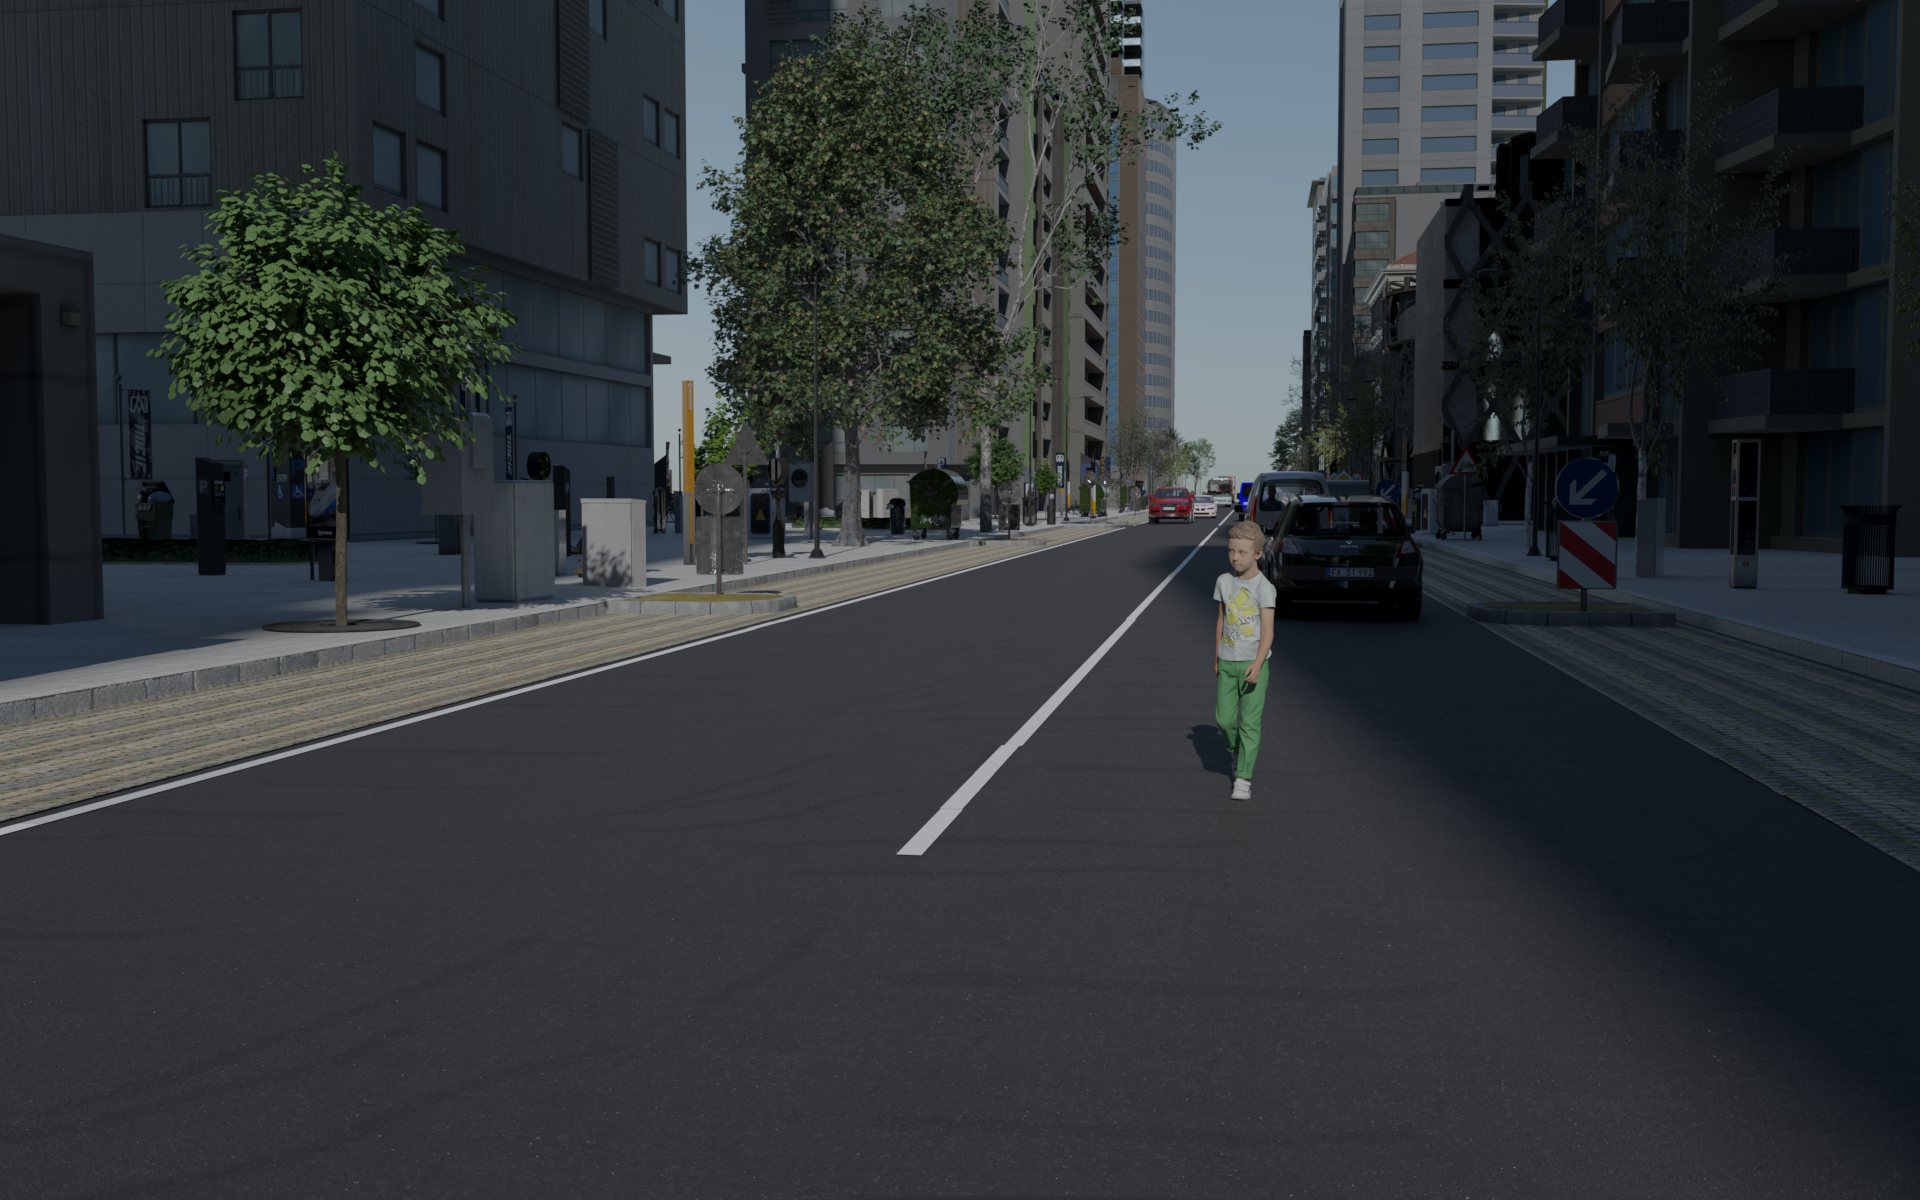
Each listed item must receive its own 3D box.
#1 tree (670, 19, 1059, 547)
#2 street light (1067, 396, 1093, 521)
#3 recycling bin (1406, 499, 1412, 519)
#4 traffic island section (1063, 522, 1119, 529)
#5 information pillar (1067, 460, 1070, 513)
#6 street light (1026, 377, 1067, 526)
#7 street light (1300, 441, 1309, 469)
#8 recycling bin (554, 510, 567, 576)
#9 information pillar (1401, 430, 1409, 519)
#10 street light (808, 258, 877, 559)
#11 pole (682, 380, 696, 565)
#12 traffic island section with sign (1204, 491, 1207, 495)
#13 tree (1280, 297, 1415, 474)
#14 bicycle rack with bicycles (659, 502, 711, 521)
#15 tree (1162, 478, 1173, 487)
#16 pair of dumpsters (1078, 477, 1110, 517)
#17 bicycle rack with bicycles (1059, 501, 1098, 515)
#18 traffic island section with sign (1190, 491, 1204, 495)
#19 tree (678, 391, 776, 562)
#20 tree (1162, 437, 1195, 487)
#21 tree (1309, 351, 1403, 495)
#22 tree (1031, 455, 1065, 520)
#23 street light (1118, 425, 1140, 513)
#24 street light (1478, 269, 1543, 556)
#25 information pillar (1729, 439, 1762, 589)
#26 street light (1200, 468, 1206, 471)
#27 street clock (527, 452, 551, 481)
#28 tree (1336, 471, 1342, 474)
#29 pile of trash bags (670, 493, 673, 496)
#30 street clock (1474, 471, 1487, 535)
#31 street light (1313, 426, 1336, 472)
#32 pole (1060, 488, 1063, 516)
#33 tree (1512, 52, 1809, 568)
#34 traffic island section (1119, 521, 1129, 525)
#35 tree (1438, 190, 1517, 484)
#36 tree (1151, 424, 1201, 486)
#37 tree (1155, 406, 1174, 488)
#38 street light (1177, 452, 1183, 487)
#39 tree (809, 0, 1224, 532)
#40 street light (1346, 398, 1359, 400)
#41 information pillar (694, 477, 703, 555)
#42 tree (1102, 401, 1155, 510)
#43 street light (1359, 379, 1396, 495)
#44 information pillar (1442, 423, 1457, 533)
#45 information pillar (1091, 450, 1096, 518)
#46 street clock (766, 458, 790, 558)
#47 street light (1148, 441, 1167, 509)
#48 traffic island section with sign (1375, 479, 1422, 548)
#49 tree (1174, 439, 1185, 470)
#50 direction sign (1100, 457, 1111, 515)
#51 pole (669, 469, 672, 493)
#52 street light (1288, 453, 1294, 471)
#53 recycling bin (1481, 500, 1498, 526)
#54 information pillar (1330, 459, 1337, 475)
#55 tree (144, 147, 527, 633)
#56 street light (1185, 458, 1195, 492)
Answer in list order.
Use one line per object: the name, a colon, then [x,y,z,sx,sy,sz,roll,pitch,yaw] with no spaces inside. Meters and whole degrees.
tree: [-2.641,-7.672,42.447,9.611,12.733,9.660,0,3,0]
street light: [5.582,-6.691,81.943,1.470,5.913,1.316,1,4,9]
recycling bin: [23.754,-4.773,90.591,0.722,1.027,0.722,2,4,28]
traffic island section: [5.455,-3.078,72.613,2.009,0.180,2.903,1,4,9]
information pillar: [7.290,-7.693,117.131,0.183,3.616,0.504,-1,4,-16]
street light: [3.327,-5.886,68.776,1.470,5.913,1.316,1,4,9]
street light: [31.835,-11.381,158.616,1.470,5.913,1.316,1,4,9]
recycling bin: [-6.677,-0.915,27.518,0.722,1.027,0.722,0,4,-3]
information pillar: [16.260,-4.399,63.275,0.183,3.616,0.504,0,4,-6]
street light: [-2.316,-3.774,34.249,1.470,5.913,1.316,1,4,9]
pole: [-4.887,-2.284,31.189,0.158,3.312,0.155,0,3,0]
traffic island section with sign: [41.175,-17.003,286.625,1.989,1.847,2.006,1,4,9]
tree: [24.991,-12.076,107.819,12.009,13.543,11.850,0,3,0]
bicycle rack with bicycles: [-12.993,-4.331,84.193,2.925,0.926,2.852,3,5,44]
tree: [23.682,-12.278,195.345,1.663,3.219,1.824,0,3,0]
pair of dumpsters: [7.498,-5.807,97.444,1.574,2.255,4.437,1,4,10]
bicycle rack with bicycles: [7.633,-5.776,107.815,2.925,0.926,2.852,0,4,-2]
traffic island section with sign: [27.682,-12.058,205.780,1.989,1.847,2.006,1,4,9]
tree: [-4.607,-2.339,32.844,1.663,3.219,1.824,0,3,0]
tree: [27.711,-16.505,220.218,4.737,8.622,4.395,0,3,0]
tree: [20.676,-8.440,88.349,4.737,8.622,4.395,0,3,0]
tree: [4.209,-5.494,84.431,1.663,3.219,1.824,0,3,0]
street light: [11.374,-8.815,116.664,1.470,5.913,1.316,1,4,9]
street light: [11.379,-3.870,35.821,1.470,5.913,1.316,1,4,9]
information pillar: [10.638,-1.161,23.475,0.304,2.012,0.304,1,4,12]
street light: [37.514,-18.364,272.786,1.470,5.913,1.316,1,4,9]
street clock: [-7.223,-1.540,29.755,0.358,2.002,0.471,1,4,13]
tree: [28.518,-8.287,130.095,1.663,3.219,1.824,0,3,0]
pile of trash bags: [-24.311,-7.809,137.435,3.447,1.369,1.912,-2,4,-30]
street clock: [15.983,-2.987,53.407,0.471,2.002,0.358,2,4,26]
street light: [25.016,-8.897,118.002,1.470,5.913,1.316,1,4,9]
pole: [5.907,-6.531,100.631,0.158,3.312,0.155,0,3,0]
tree: [12.025,-4.855,29.740,4.360,8.622,3.978,0,3,0]
traffic island section: [6.769,-3.560,80.490,2.009,0.180,2.903,1,4,9]
tree: [13.385,-5.528,40.747,4.360,8.622,3.978,0,3,0]
tree: [28.774,-18.151,231.178,8.767,10.594,7.601,-3,5,-40]
tree: [14.693,-11.896,144.855,4.360,8.622,3.978,0,3,0]
street light: [23.641,-13.328,190.458,1.470,5.913,1.316,1,4,9]
tree: [1.646,-12.279,56.647,12.611,20.169,13.585,0,3,0]
street light: [19.288,-6.791,83.573,1.470,5.913,1.316,1,4,9]
information pillar: [-5.654,-1.975,36.788,0.304,2.012,0.304,-2,4,-26]
tree: [13.414,-11.554,139.262,4.360,8.622,3.978,0,3,0]
street light: [17.051,-5.977,70.259,1.470,5.913,1.316,1,4,9]
information pillar: [15.997,-3.997,56.701,0.504,3.616,0.183,0,4,6]
information pillar: [7.014,-6.110,91.261,0.183,3.616,0.504,-1,4,-17]
street clock: [-3.636,-1.841,34.665,0.358,2.002,0.471,-3,5,-44]
street light: [17.905,-11.221,156.006,1.470,5.913,1.316,1,4,9]
traffic island section with sign: [11.330,-2.322,46.587,1.989,1.847,2.006,1,4,9]
tree: [19.058,-13.129,165.020,4.360,8.622,3.978,0,3,0]
direction sign: [8.803,-6.911,104.993,0.379,3.537,0.876,-3,4,-39]
pole: [-23.892,-9.126,143.048,0.158,3.312,0.155,0,3,0]
street light: [37.747,-13.523,193.634,1.470,5.913,1.316,1,4,9]
recycling bin: [21.031,-3.472,69.316,0.722,1.027,0.722,-2,4,-31]
information pillar: [25.185,-7.680,116.923,0.504,3.616,0.183,3,5,44]
tree: [-5.893,-2.003,16.466,4.285,4.588,4.351,0,3,0]
street light: [31.552,-16.238,238.027,1.470,5.913,1.316,1,4,9]
